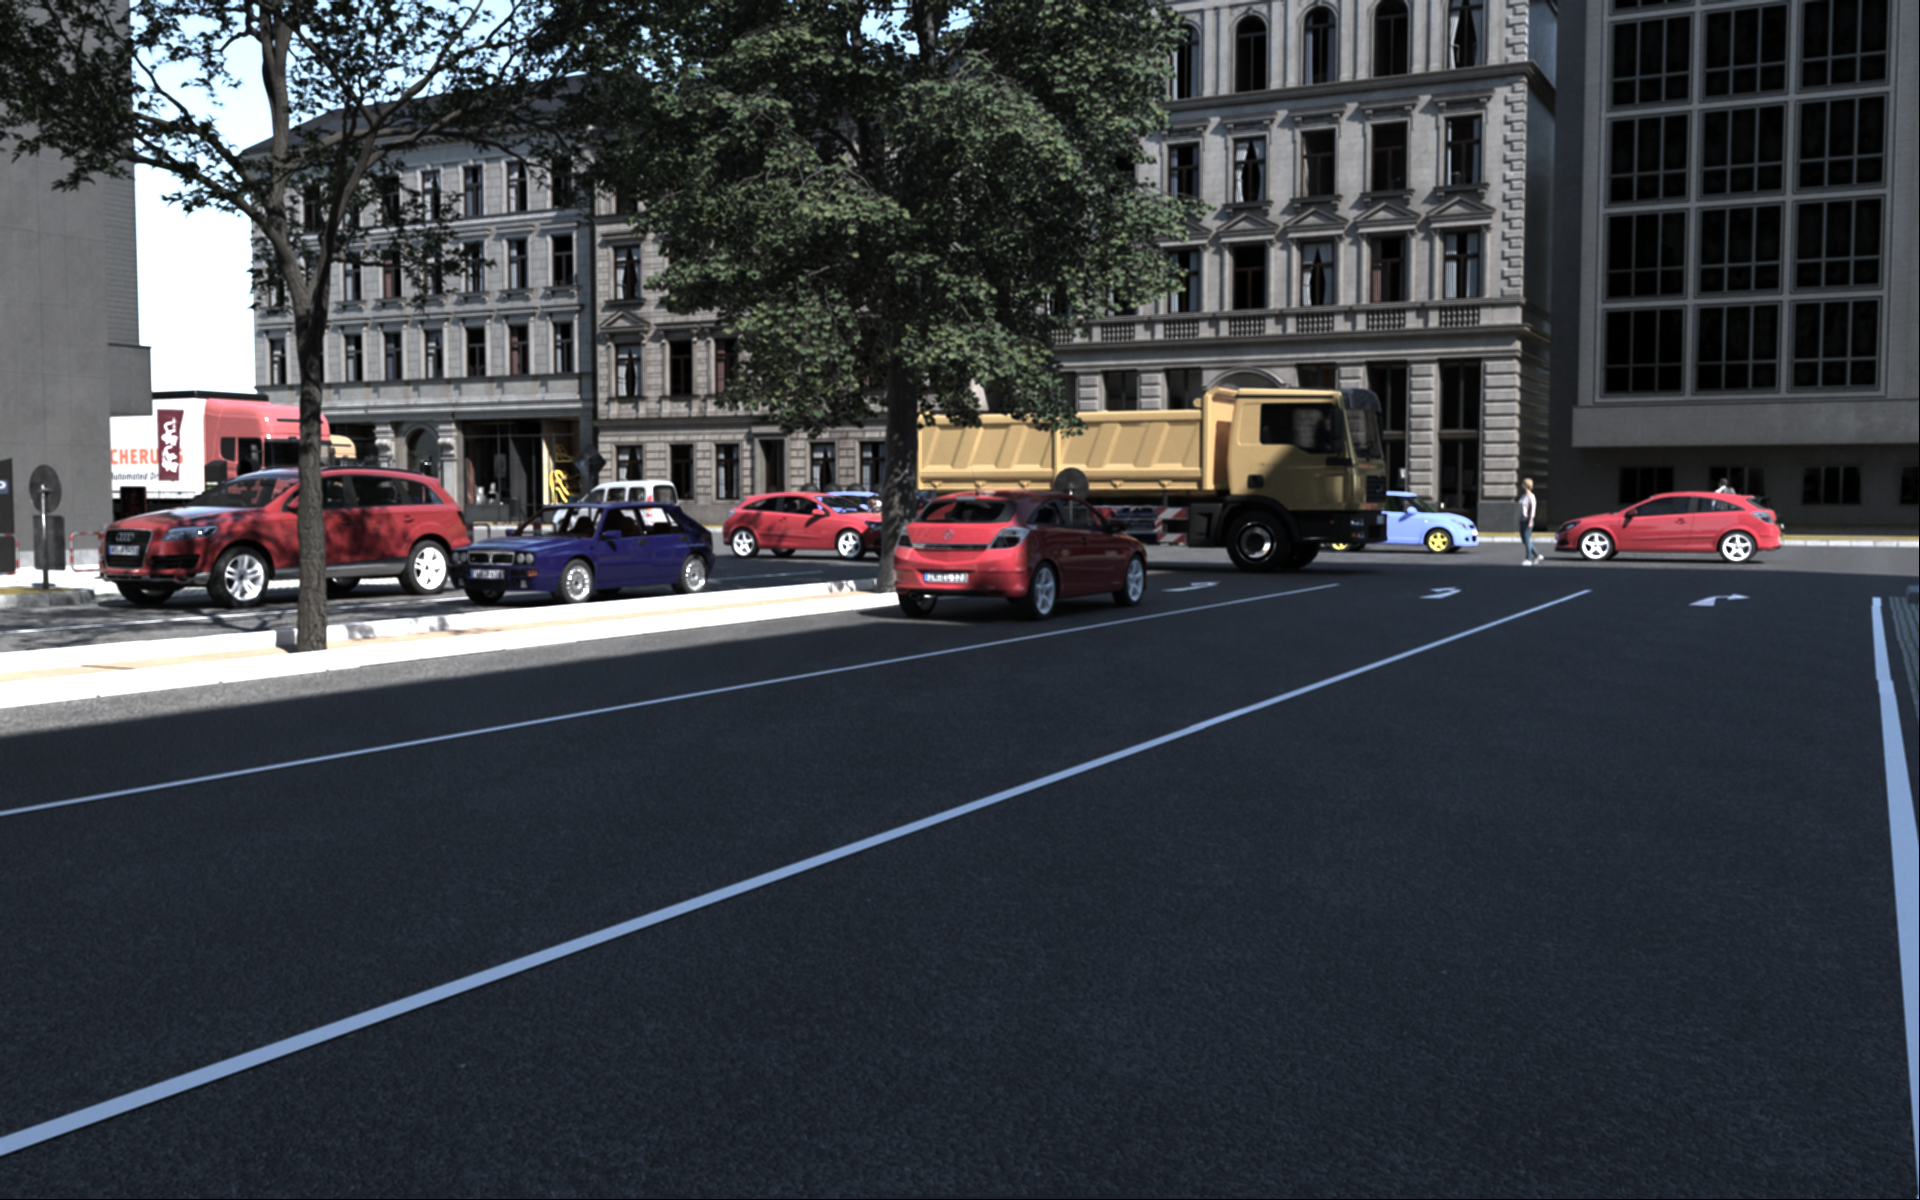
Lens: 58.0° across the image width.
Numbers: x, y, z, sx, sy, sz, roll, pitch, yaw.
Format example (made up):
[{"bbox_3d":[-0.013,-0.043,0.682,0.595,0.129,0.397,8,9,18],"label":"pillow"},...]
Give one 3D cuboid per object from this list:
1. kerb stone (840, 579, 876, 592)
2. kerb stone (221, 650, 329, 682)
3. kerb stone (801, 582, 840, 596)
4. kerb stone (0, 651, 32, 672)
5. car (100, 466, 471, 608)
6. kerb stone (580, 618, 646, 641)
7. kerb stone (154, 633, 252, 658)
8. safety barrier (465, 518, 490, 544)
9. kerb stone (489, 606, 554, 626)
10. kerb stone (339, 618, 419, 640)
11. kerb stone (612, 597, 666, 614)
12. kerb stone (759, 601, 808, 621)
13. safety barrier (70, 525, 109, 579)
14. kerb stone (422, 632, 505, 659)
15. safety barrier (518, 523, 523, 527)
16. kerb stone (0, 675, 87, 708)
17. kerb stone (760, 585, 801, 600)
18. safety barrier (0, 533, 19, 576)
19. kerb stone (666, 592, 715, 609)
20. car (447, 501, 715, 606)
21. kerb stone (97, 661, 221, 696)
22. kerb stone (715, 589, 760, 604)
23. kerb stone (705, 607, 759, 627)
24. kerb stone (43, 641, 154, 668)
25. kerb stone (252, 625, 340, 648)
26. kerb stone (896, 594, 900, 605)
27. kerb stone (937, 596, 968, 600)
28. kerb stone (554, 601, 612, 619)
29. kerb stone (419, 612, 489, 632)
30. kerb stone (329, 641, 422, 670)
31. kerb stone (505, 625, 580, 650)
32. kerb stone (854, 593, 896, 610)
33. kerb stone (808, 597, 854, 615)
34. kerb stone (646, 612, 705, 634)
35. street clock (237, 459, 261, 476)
[{"bbox_3d":[-1.583,-0.207,25.575,0.120,0.150,1.000,2,4,27],"label":"kerb stone"},{"bbox_3d":[-5.433,0.523,13.647,0.120,0.150,1.000,2,4,27],"label":"kerb stone"},{"bbox_3d":[-2.059,-0.149,24.665,0.120,0.150,1.000,2,4,27],"label":"kerb stone"},{"bbox_3d":[-7.780,0.520,13.707,0.120,0.150,1.000,2,4,27],"label":"kerb stone"},{"bbox_3d":[-9.072,-0.914,23.612,2.281,1.827,5.304,2,4,28],"label":"car"},{"bbox_3d":[-3.528,0.299,17.307,0.120,0.150,1.000,2,4,27],"label":"kerb stone"},{"bbox_3d":[-6.825,0.414,15.524,0.120,0.150,1.000,2,4,27],"label":"kerb stone"},{"bbox_3d":[-9.330,-1.140,32.921,0.300,0.817,1.120,2,4,27],"label":"safety barrier"},{"bbox_3d":[-4.912,0.184,19.184,0.120,0.150,1.000,2,4,27],"label":"kerb stone"},{"bbox_3d":[-5.869,0.296,17.363,0.120,0.150,1.000,2,4,27],"label":"kerb stone"},{"bbox_3d":[-3.954,0.072,21.024,0.120,0.150,1.000,2,4,27],"label":"kerb stone"},{"bbox_3d":[-2.112,0.135,20.045,0.120,0.150,1.000,2,4,27],"label":"kerb stone"},{"bbox_3d":[-12.896,-0.723,26.103,0.300,0.817,1.120,2,4,27],"label":"safety barrier"},{"bbox_3d":[-4.481,0.413,15.480,0.120,0.150,1.000,2,4,27],"label":"kerb stone"},{"bbox_3d":[-8.447,-1.245,34.623,0.300,0.817,1.120,2,4,27],"label":"safety barrier"},{"bbox_3d":[-6.391,0.634,11.829,0.120,0.150,1.000,2,4,27],"label":"kerb stone"},{"bbox_3d":[-2.536,-0.094,23.756,0.120,0.150,1.000,2,4,27],"label":"kerb stone"},{"bbox_3d":[-13.789,-0.619,24.394,0.300,0.817,1.120,2,4,27],"label":"safety barrier"},{"bbox_3d":[-3.484,0.016,21.936,0.120,0.150,1.000,2,4,27],"label":"kerb stone"},{"bbox_3d":[-5.051,-0.667,23.479,1.945,1.354,3.894,2,4,28],"label":"car"},{"bbox_3d":[-5.915,0.578,12.738,0.120,0.150,1.000,2,4,27],"label":"kerb stone"},{"bbox_3d":[-3.010,-0.040,22.847,0.120,0.150,1.000,2,4,27],"label":"kerb stone"},{"bbox_3d":[-2.578,0.190,19.131,0.120,0.150,1.000,2,4,27],"label":"kerb stone"},{"bbox_3d":[-7.303,0.464,14.615,0.120,0.150,1.000,2,4,27],"label":"kerb stone"},{"bbox_3d":[-6.347,0.359,16.442,0.120,0.150,1.000,2,4,27],"label":"kerb stone"},{"bbox_3d":[-0.677,-0.032,22.790,0.120,0.150,1.000,2,4,27],"label":"kerb stone"},{"bbox_3d":[-0.193,-0.091,23.695,0.120,0.150,1.000,2,4,27],"label":"kerb stone"},{"bbox_3d":[-4.439,0.129,20.101,0.120,0.150,1.000,2,4,27],"label":"kerb stone"},{"bbox_3d":[-5.395,0.240,18.274,0.120,0.150,1.000,2,4,27],"label":"kerb stone"},{"bbox_3d":[-4.961,0.467,14.559,0.120,0.150,1.000,2,4,27],"label":"kerb stone"},{"bbox_3d":[-4.001,0.355,16.391,0.120,0.150,1.000,2,4,27],"label":"kerb stone"},{"bbox_3d":[-1.140,0.020,21.874,0.120,0.150,1.000,2,4,27],"label":"kerb stone"},{"bbox_3d":[-1.627,0.075,20.964,0.120,0.150,1.000,2,4,27],"label":"kerb stone"},{"bbox_3d":[-3.058,0.243,18.219,0.120,0.150,1.000,2,4,27],"label":"kerb stone"},{"bbox_3d":[-14.771,-1.923,36.013,0.471,2.002,0.358,2,4,27],"label":"street clock"}]
